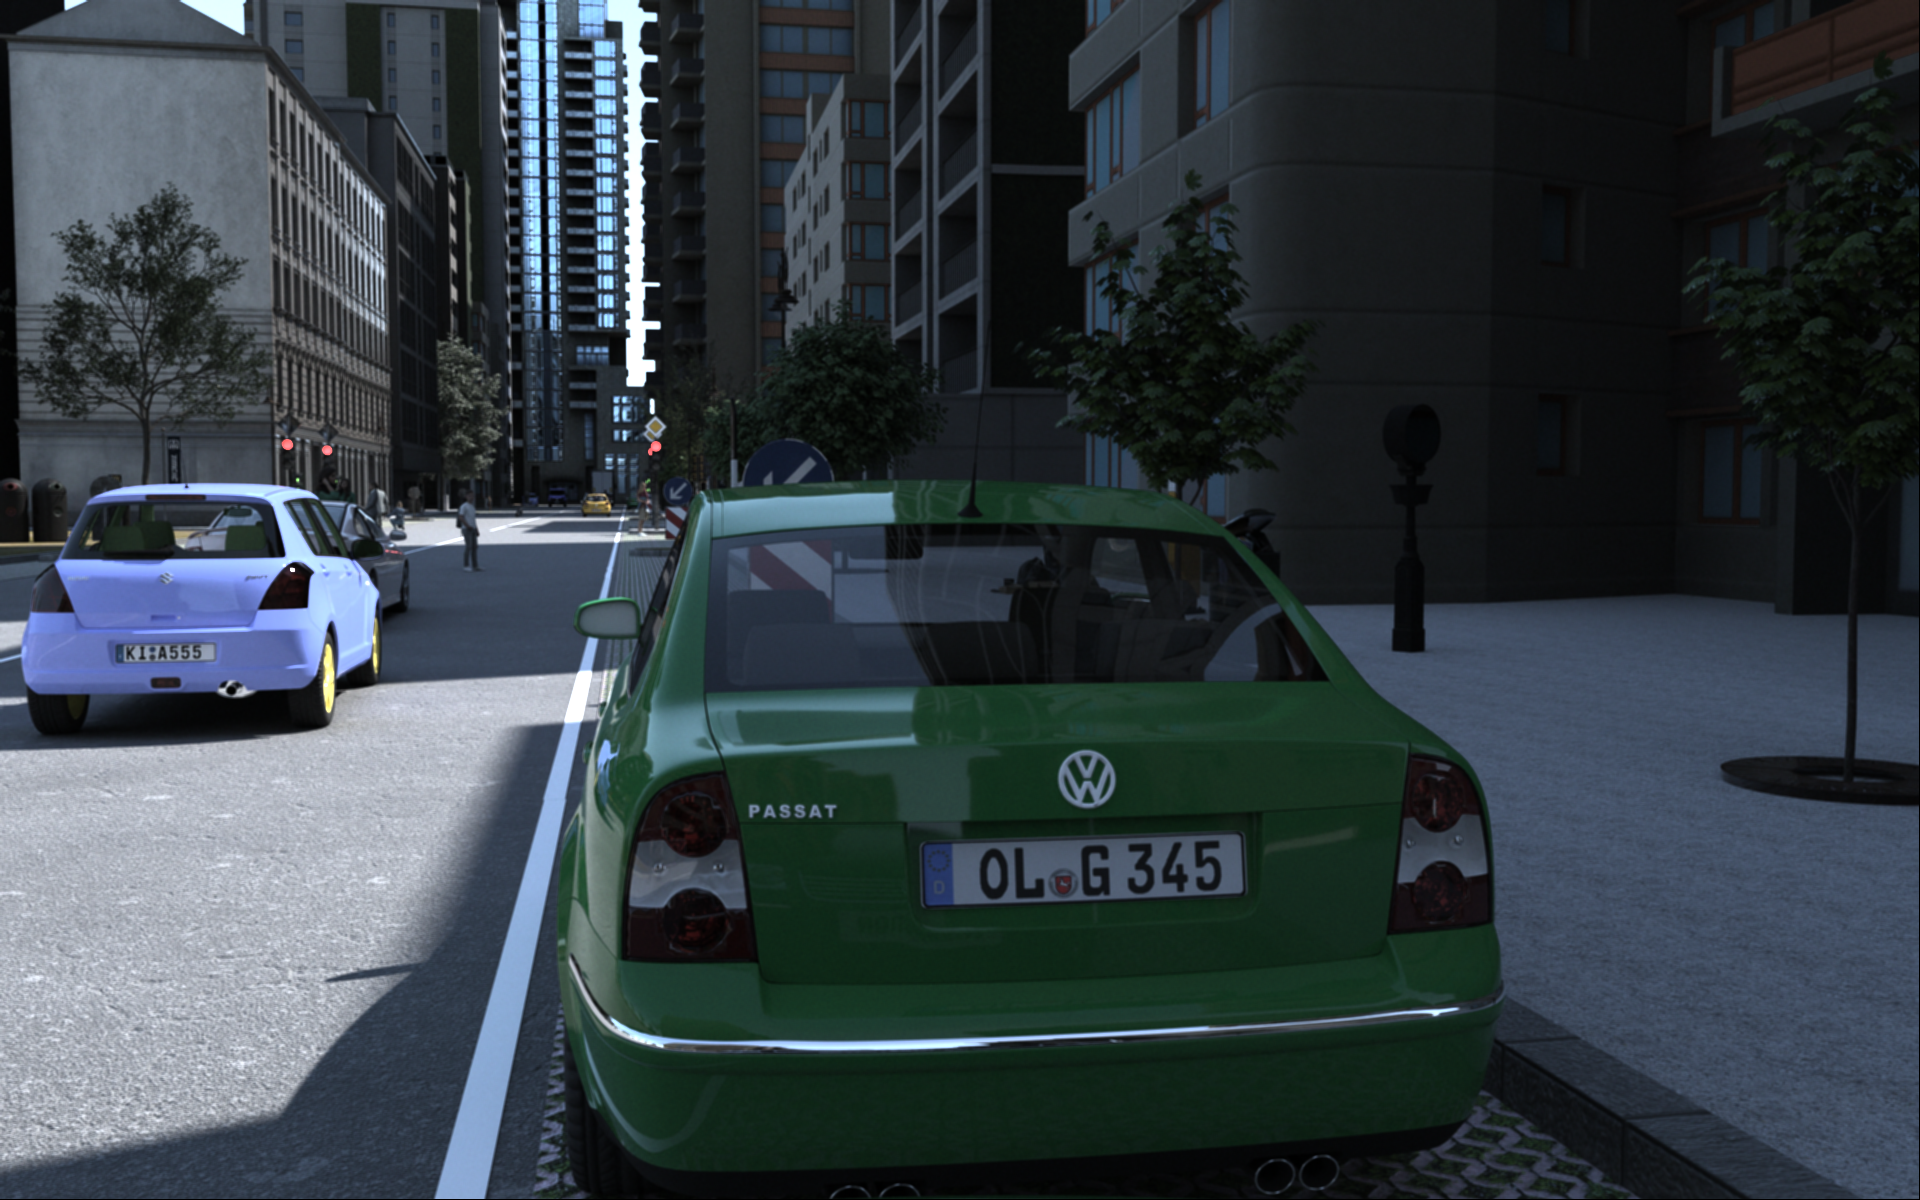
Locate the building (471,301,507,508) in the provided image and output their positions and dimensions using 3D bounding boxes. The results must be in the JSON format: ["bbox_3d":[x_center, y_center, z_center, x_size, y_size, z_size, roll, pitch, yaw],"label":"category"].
[{"bbox_3d":[-59.161,-19.706,167.226,27.650,21.520,28.899,-1,4,-11],"label":"building"}]

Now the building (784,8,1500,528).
[{"bbox_3d":[6.829,-14.840,87.670,28.899,21.520,27.650,-1,4,-11],"label":"building"}]

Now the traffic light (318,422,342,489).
[{"bbox_3d":[-24.599,-4.811,67.580,0.839,4.253,0.868,-1,4,-11],"label":"traffic light"}]

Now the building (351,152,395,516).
[{"bbox_3d":[-36.684,-14.922,93.126,9.793,20.994,18.267,-1,4,-11],"label":"building"}]

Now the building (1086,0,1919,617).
[{"bbox_3d":[18.065,-10.481,16.407,27.650,21.520,28.899,-1,4,-11],"label":"building"}]

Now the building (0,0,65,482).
[{"bbox_3d":[-45.767,-14.633,68.922,15.834,23.373,12.332,-1,4,-11],"label":"building"}]

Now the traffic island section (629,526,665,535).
[{"bbox_3d":[-10.868,-2.442,62.201,2.009,0.180,2.903,-1,4,-11],"label":"traffic island section"}]

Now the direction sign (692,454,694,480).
[{"bbox_3d":[-14.929,-6.535,98.846,0.876,3.537,0.379,2,4,25],"label":"direction sign"}]

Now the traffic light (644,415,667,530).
[{"bbox_3d":[-10.909,-4.475,62.079,0.839,4.253,0.868,-1,4,-11],"label":"traffic light"}]

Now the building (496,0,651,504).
[{"bbox_3d":[-57.762,-56.272,232.712,31.000,86.520,22.319,-1,4,-11],"label":"building"}]

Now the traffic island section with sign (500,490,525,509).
[{"bbox_3d":[-43.522,-9.746,167.982,1.989,1.847,2.006,-1,4,-11],"label":"traffic island section with sign"}]

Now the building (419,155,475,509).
[{"bbox_3d":[-49.102,-22.924,146.503,14.160,30.474,14.107,-1,4,-11],"label":"building"}]

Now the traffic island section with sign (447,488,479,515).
[{"bbox_3d":[-34.172,-6.760,119.151,1.989,1.847,2.006,-1,4,-11],"label":"traffic island section with sign"}]

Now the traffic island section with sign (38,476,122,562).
[{"bbox_3d":[-18.500,-1.756,37.332,1.989,1.847,2.006,-1,4,-11],"label":"traffic island section with sign"}]

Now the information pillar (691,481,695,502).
[{"bbox_3d":[-14.566,-5.484,94.159,0.304,2.012,0.304,-1,4,-12],"label":"information pillar"}]

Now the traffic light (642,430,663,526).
[{"bbox_3d":[-12.412,-4.954,69.922,0.839,4.253,0.868,-1,4,-11],"label":"traffic light"}]

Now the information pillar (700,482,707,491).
[{"bbox_3d":[-15.148,-5.980,102.266,0.304,2.012,0.304,1,4,10],"label":"information pillar"}]

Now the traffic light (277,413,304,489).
[{"bbox_3d":[-23.097,-4.331,59.737,0.839,4.253,0.868,-1,4,-11],"label":"traffic light"}]

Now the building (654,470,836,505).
[{"bbox_3d":[-26.742,-47.136,208.930,20.563,71.187,20.611,-1,4,-11],"label":"building"}]

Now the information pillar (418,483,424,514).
[{"bbox_3d":[-34.217,-6.448,109.918,0.304,2.012,0.304,-1,4,-18],"label":"information pillar"}]

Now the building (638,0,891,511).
[{"bbox_3d":[-12.923,-29.144,131.135,22.147,44.769,28.867,-1,4,-11],"label":"building"}]

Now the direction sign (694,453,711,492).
[{"bbox_3d":[-14.272,-6.414,96.860,0.379,3.537,0.876,3,4,38],"label":"direction sign"}]

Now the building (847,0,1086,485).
[{"bbox_3d":[7.538,-37.181,46.168,20.563,71.187,20.611,-1,4,-11],"label":"building"}]

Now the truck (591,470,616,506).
[{"bbox_3d":[-41.921,-13.135,203.677,2.839,4.237,11.283,-1,4,-10],"label":"truck"}]

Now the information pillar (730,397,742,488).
[{"bbox_3d":[-5.458,-3.088,41.840,0.183,3.616,0.504,-1,4,-17],"label":"information pillar"}]

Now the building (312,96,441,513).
[{"bbox_3d":[-42.707,-19.563,113.362,14.314,27.812,24.014,-1,4,-11],"label":"building"}]

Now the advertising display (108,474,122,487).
[{"bbox_3d":[-27.973,-3.190,57.366,0.123,1.923,0.974,-1,4,-8],"label":"advertising display"}]

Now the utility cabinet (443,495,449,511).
[{"bbox_3d":[-39.381,-7.433,132.698,0.306,1.237,1.020,-1,4,-10],"label":"utility cabinet"}]

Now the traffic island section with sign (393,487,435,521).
[{"bbox_3d":[-28.973,-5.101,92.021,1.989,1.847,2.006,-1,4,-11],"label":"traffic island section with sign"}]

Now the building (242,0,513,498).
[{"bbox_3d":[-67.264,-40.360,201.891,28.212,58.520,21.231,-1,4,-11],"label":"building"}]

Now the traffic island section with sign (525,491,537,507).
[{"bbox_3d":[-48.600,-11.366,194.457,1.989,1.847,2.006,-1,4,-11],"label":"traffic island section with sign"}]

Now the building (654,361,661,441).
[{"bbox_3d":[-28.096,-24.346,243.091,28.899,21.520,27.650,-1,4,-11],"label":"building"}]

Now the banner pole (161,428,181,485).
[{"bbox_3d":[-30.012,-4.637,65.833,0.401,3.779,0.863,3,5,44],"label":"banner pole"}]

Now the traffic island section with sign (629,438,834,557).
[{"bbox_3d":[-1.468,-0.275,13.128,1.989,1.847,2.006,-1,4,-11],"label":"traffic island section with sign"}]

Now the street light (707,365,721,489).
[{"bbox_3d":[-8.794,-5.456,61.994,0.468,5.910,1.993,-1,4,-11],"label":"street light"}]

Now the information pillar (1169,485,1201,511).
[{"bbox_3d":[2.402,-1.654,18.403,0.183,3.616,0.504,3,5,43],"label":"information pillar"}]

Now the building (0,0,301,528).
[{"bbox_3d":[-33.043,-13.829,75.258,9.793,20.994,18.267,-1,4,-11],"label":"building"}]

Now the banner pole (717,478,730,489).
[{"bbox_3d":[-13.020,-6.485,96.040,0.863,3.779,0.401,-1,4,-16],"label":"banner pole"}]

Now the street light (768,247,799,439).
[{"bbox_3d":[-3.323,-3.661,32.642,0.468,5.910,1.993,-1,4,-11],"label":"street light"}]
